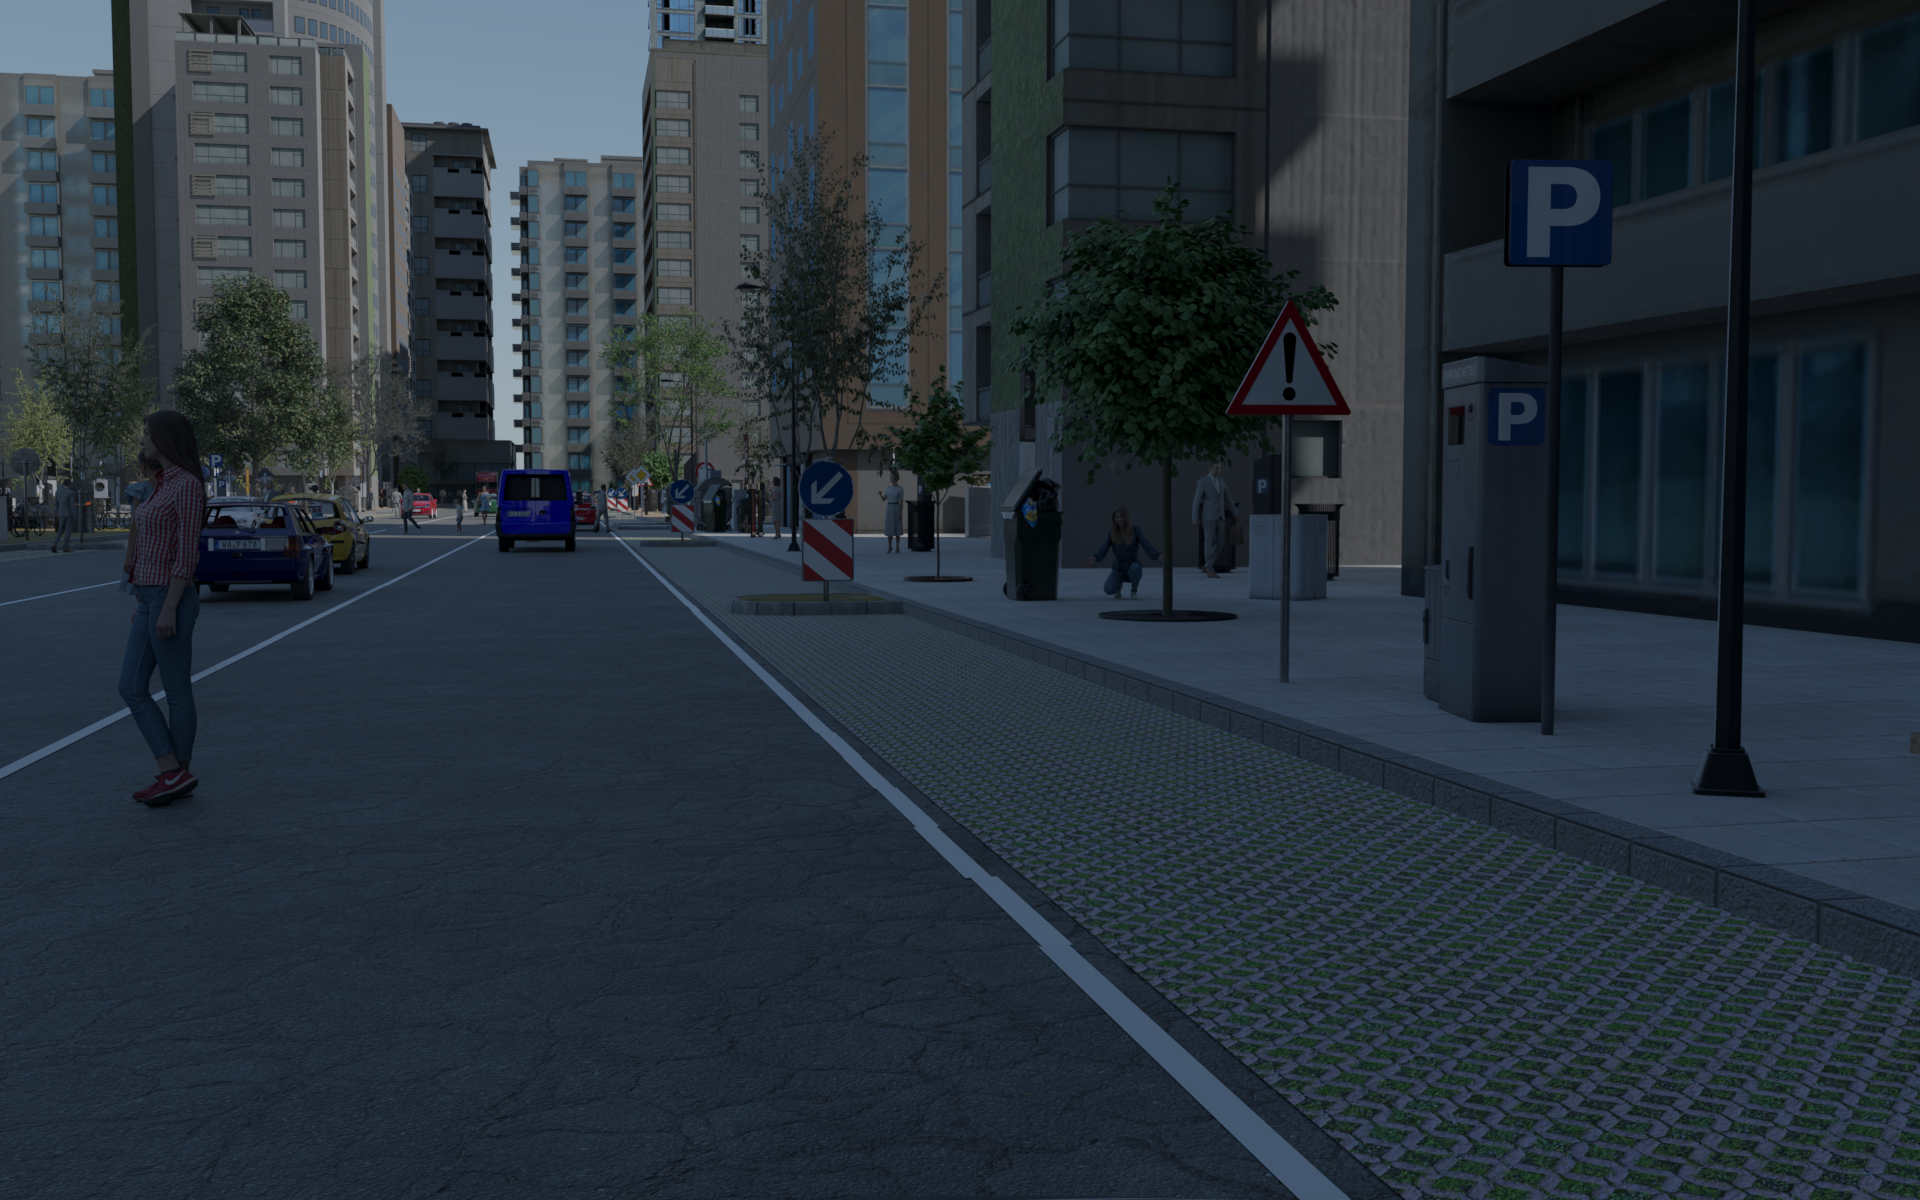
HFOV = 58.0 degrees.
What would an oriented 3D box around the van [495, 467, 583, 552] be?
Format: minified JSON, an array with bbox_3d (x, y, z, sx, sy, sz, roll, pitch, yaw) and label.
[{"bbox_3d":[-10.883,-2.466,44.696,2.240,2.365,5.245,-1,4,-12],"label":"van"}]

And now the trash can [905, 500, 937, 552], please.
[{"bbox_3d":[-0.867,-1.648,38.605,0.748,1.137,0.748,0,3,0],"label":"trash can"}]

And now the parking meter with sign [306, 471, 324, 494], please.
[{"bbox_3d":[-46.609,-7.833,124.330,1.738,3.016,0.543,-3,5,-41],"label":"parking meter with sign"}]

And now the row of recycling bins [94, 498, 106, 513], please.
[{"bbox_3d":[-55.970,-6.326,110.544,1.069,1.692,3.534,1,4,16],"label":"row of recycling bins"}]

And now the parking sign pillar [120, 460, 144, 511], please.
[{"bbox_3d":[-64.357,-8.915,134.229,1.447,3.967,1.447,0,4,1],"label":"parking sign pillar"}]

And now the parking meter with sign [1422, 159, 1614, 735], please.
[{"bbox_3d":[3.099,-0.838,9.968,0.543,3.016,1.738,0,4,-2],"label":"parking meter with sign"}]

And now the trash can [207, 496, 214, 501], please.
[{"bbox_3d":[-46.850,-5.899,108.101,0.748,1.137,0.748,0,3,0],"label":"trash can"}]

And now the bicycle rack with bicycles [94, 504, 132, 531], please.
[{"bbox_3d":[-30.483,-2.956,61.713,2.925,0.926,2.852,1,4,22],"label":"bicycle rack with bicycles"}]

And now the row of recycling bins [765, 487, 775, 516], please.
[{"bbox_3d":[-10.809,-5.769,101.440,1.069,1.692,3.534,1,4,12],"label":"row of recycling bins"}]

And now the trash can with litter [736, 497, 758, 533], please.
[{"bbox_3d":[-6.967,-2.803,57.213,0.624,1.170,1.055,-2,4,-31],"label":"trash can with litter"}]

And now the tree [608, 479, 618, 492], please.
[{"bbox_3d":[-44.436,-13.817,220.512,1.663,3.219,1.824,0,3,0],"label":"tree"}]

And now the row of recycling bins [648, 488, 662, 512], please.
[{"bbox_3d":[-21.111,-7.266,125.917,3.534,1.692,1.069,-2,4,-23],"label":"row of recycling bins"}]

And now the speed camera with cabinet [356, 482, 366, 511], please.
[{"bbox_3d":[-45.280,-8.250,129.227,2.038,3.252,0.660,2,4,25],"label":"speed camera with cabinet"}]

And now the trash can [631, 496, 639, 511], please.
[{"bbox_3d":[-25.328,-7.544,134.990,0.748,1.137,0.748,0,3,0],"label":"trash can"}]

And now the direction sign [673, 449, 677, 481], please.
[{"bbox_3d":[-14.490,-5.886,88.228,0.379,3.537,0.876,0,4,0],"label":"direction sign"}]

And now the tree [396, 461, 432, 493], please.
[{"bbox_3d":[-53.711,-11.416,170.365,4.285,4.588,4.351,0,3,0],"label":"tree"}]

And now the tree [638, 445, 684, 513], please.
[{"bbox_3d":[-20.103,-8.135,116.720,4.285,4.588,4.351,0,3,0],"label":"tree"}]

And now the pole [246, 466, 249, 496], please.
[{"bbox_3d":[-52.511,-8.183,127.641,0.158,3.312,0.155,0,3,0],"label":"pole"}]

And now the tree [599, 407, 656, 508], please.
[{"bbox_3d":[-28.505,-12.328,151.917,4.360,8.622,3.978,0,3,0],"label":"tree"}]

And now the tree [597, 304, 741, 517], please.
[{"bbox_3d":[-15.936,-10.422,96.150,9.928,11.665,9.643,0,3,0],"label":"tree"}]

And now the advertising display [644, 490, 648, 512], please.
[{"bbox_3d":[-22.036,-7.111,121.476,0.123,1.923,0.974,-1,4,-21],"label":"advertising display"}]

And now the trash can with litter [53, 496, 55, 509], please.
[{"bbox_3d":[-48.641,-4.968,92.292,1.678,1.210,2.233,0,4,-3],"label":"trash can with litter"}]

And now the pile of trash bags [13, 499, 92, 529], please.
[{"bbox_3d":[-33.635,-3.348,64.487,3.447,1.369,1.912,2,4,23],"label":"pile of trash bags"}]

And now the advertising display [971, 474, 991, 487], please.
[{"bbox_3d":[0.848,-3.083,55.623,0.974,1.923,0.123,-1,4,-9],"label":"advertising display"}]

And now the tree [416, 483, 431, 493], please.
[{"bbox_3d":[-55.918,-11.370,180.498,1.663,3.219,1.824,0,3,0],"label":"tree"}]

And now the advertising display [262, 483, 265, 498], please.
[{"bbox_3d":[-39.605,-5.720,98.728,0.123,1.923,0.974,-2,4,-31],"label":"advertising display"}]

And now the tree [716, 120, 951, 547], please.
[{"bbox_3d":[-2.493,-5.144,34.467,4.360,8.622,3.978,0,3,0],"label":"tree"}]

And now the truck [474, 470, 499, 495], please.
[{"bbox_3d":[-56.170,-13.268,205.847,2.839,4.237,11.283,-1,4,-14],"label":"truck"}]

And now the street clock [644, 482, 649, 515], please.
[{"bbox_3d":[-19.014,-6.140,104.953,0.358,2.002,0.471,-1,4,-12],"label":"street clock"}]

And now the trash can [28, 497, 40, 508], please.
[{"bbox_3d":[-46.337,-4.578,86.499,0.748,1.137,0.748,0,3,0],"label":"trash can"}]

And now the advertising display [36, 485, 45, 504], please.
[{"bbox_3d":[-61.850,-6.838,117.007,0.974,1.923,0.123,-3,5,-43],"label":"advertising display"}]

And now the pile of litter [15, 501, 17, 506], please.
[{"bbox_3d":[-64.260,-6.369,118.098,1.176,0.858,1.719,1,4,23],"label":"pile of litter"}]

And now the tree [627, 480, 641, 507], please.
[{"bbox_3d":[-33.261,-11.098,176.049,1.663,3.219,1.824,0,3,0],"label":"tree"}]

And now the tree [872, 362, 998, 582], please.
[{"bbox_3d":[-0.199,-1.890,25.503,1.663,3.219,1.824,0,3,0],"label":"tree"}]

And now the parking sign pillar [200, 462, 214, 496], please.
[{"bbox_3d":[-53.297,-8.165,121.965,1.447,3.967,1.447,0,4,6],"label":"parking sign pillar"}]

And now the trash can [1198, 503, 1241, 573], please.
[{"bbox_3d":[4.196,-1.015,28.251,0.748,1.137,0.748,0,3,0],"label":"trash can"}]

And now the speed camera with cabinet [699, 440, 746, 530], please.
[{"bbox_3d":[-8.612,-4.185,62.761,2.038,3.252,0.660,3,5,43],"label":"speed camera with cabinet"}]

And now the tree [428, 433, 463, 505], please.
[{"bbox_3d":[-61.944,-15.767,208.147,4.360,8.622,3.978,0,3,0],"label":"tree"}]

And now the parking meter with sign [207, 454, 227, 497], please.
[{"bbox_3d":[-32.273,-4.848,75.519,0.543,3.016,1.738,-2,4,-32],"label":"parking meter with sign"}]

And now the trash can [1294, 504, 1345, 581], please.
[{"bbox_3d":[5.342,-0.864,25.788,0.748,1.137,0.748,0,3,0],"label":"trash can"}]

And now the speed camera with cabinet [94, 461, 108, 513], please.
[{"bbox_3d":[-52.678,-6.748,104.672,2.038,3.252,0.660,-1,4,-16],"label":"speed camera with cabinet"}]

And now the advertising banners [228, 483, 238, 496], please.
[{"bbox_3d":[-48.722,-7.325,115.958,0.090,3.025,2.074,-3,5,-39],"label":"advertising banners"}]

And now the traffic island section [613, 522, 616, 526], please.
[{"bbox_3d":[-14.569,-3.396,77.806,2.009,0.180,2.903,-1,4,-13],"label":"traffic island section"}]

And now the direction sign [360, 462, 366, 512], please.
[{"bbox_3d":[-42.772,-8.074,124.002,0.379,3.537,0.876,0,4,-3],"label":"direction sign"}]

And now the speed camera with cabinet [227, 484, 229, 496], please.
[{"bbox_3d":[-50.345,-7.595,118.513,0.660,3.252,2.038,-2,4,-25],"label":"speed camera with cabinet"}]

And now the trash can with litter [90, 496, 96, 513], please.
[{"bbox_3d":[-53.802,-5.832,106.744,1.055,1.170,0.624,2,4,24],"label":"trash can with litter"}]

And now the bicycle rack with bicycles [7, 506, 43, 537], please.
[{"bbox_3d":[-28.699,-2.351,51.815,2.852,0.926,2.925,2,4,24],"label":"bicycle rack with bicycles"}]

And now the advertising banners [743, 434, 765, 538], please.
[{"bbox_3d":[-6.108,-3.365,51.202,0.090,3.025,2.074,1,4,9],"label":"advertising banners"}]

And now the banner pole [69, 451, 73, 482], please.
[{"bbox_3d":[-51.735,-6.780,100.874,0.401,3.779,0.863,-2,4,-34],"label":"banner pole"}]

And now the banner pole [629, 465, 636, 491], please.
[{"bbox_3d":[-27.889,-9.652,147.831,0.863,3.779,0.401,1,4,21],"label":"banner pole"}]

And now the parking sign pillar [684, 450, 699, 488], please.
[{"bbox_3d":[-16.547,-7.270,107.342,1.447,3.967,1.447,3,5,43],"label":"parking sign pillar"}]

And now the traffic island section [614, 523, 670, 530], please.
[{"bbox_3d":[-12.816,-2.920,70.015,2.009,0.180,2.903,-1,4,-13],"label":"traffic island section"}]

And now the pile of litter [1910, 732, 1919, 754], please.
[{"bbox_3d":[5.050,0.371,7.903,1.176,0.858,1.719,1,4,17],"label":"pile of litter"}]

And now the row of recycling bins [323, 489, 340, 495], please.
[{"bbox_3d":[-50.336,-8.151,140.388,1.069,1.692,3.534,1,4,17],"label":"row of recycling bins"}]

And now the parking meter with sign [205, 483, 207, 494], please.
[{"bbox_3d":[-50.177,-7.276,115.217,1.738,3.016,0.543,1,4,15],"label":"parking meter with sign"}]

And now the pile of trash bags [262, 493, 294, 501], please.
[{"bbox_3d":[-42.246,-5.874,105.787,1.912,1.369,3.447,3,5,41],"label":"pile of trash bags"}]
